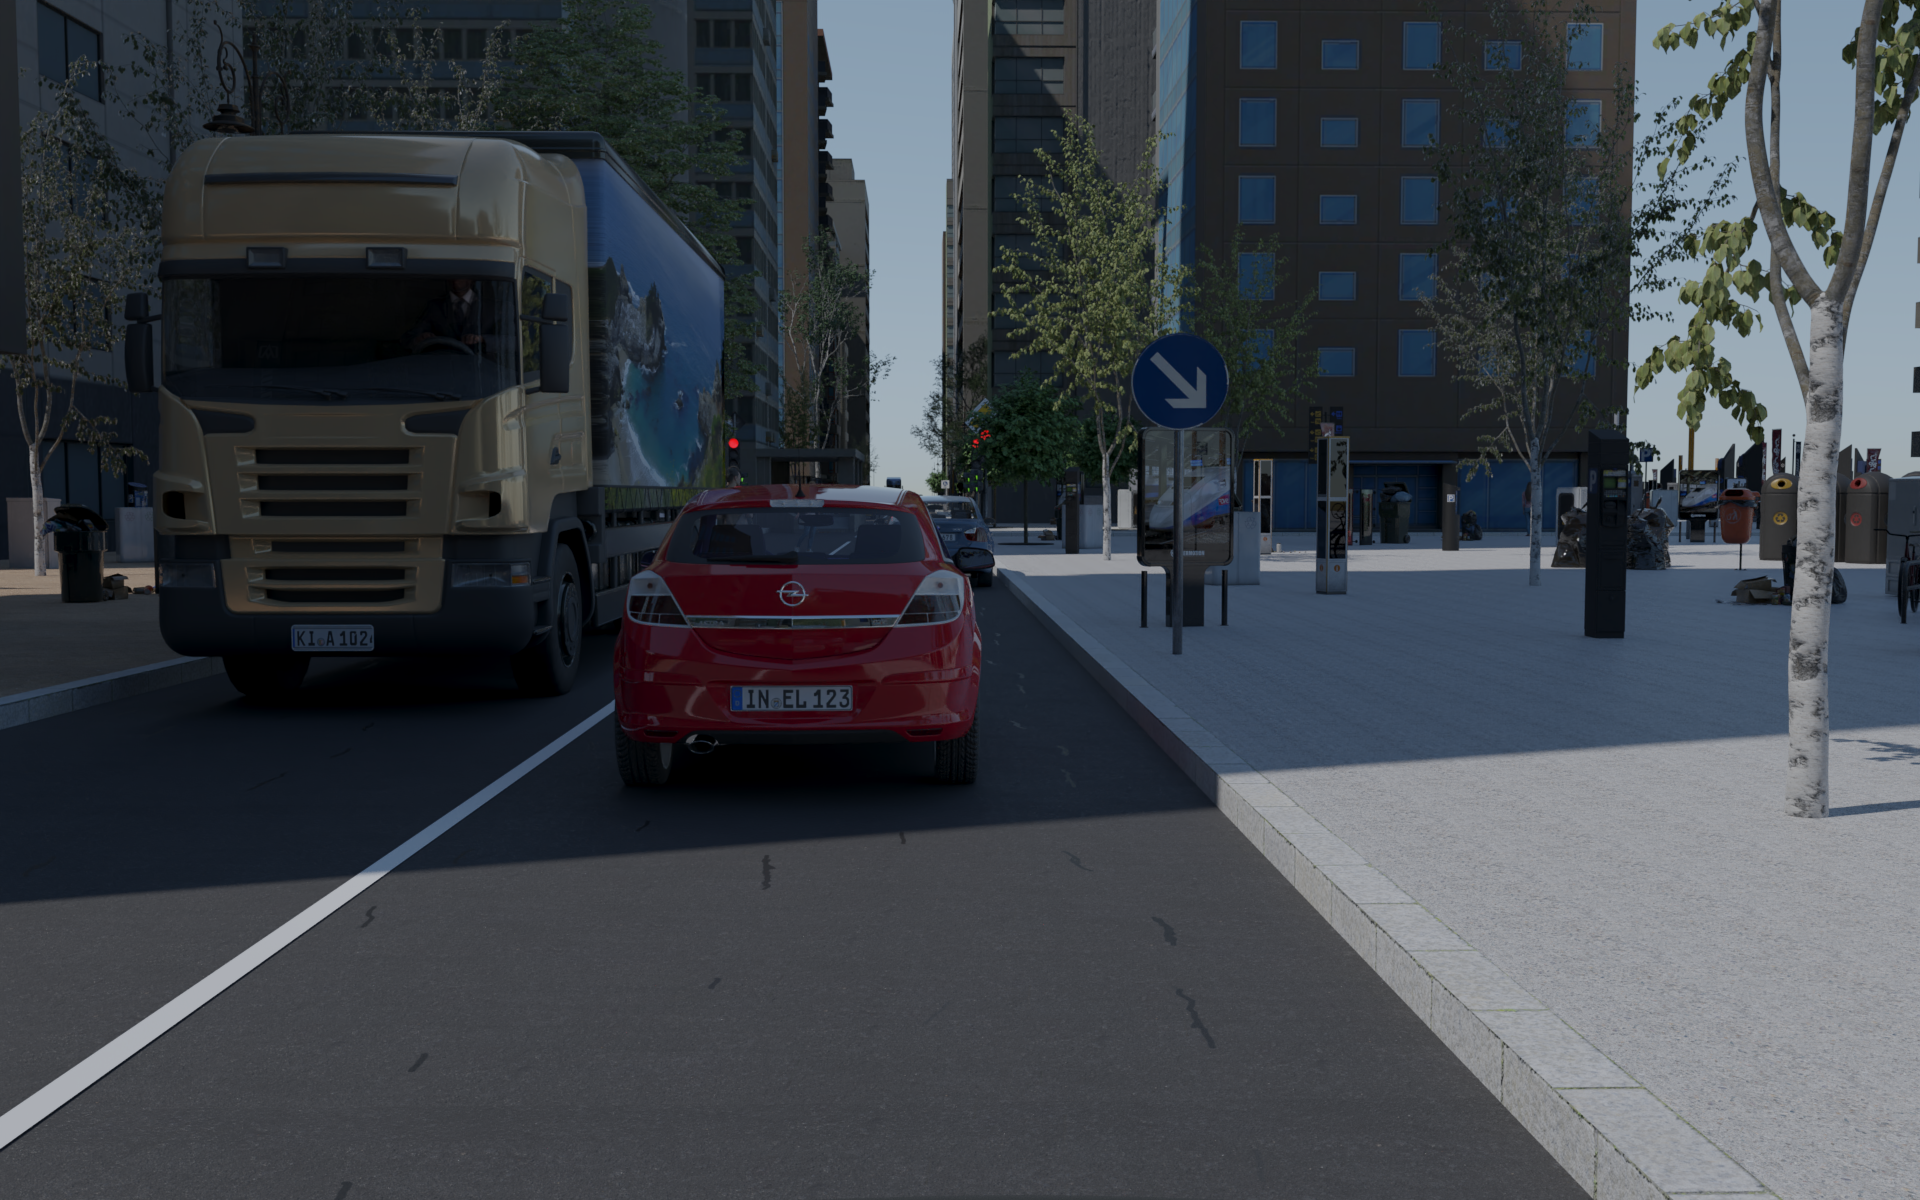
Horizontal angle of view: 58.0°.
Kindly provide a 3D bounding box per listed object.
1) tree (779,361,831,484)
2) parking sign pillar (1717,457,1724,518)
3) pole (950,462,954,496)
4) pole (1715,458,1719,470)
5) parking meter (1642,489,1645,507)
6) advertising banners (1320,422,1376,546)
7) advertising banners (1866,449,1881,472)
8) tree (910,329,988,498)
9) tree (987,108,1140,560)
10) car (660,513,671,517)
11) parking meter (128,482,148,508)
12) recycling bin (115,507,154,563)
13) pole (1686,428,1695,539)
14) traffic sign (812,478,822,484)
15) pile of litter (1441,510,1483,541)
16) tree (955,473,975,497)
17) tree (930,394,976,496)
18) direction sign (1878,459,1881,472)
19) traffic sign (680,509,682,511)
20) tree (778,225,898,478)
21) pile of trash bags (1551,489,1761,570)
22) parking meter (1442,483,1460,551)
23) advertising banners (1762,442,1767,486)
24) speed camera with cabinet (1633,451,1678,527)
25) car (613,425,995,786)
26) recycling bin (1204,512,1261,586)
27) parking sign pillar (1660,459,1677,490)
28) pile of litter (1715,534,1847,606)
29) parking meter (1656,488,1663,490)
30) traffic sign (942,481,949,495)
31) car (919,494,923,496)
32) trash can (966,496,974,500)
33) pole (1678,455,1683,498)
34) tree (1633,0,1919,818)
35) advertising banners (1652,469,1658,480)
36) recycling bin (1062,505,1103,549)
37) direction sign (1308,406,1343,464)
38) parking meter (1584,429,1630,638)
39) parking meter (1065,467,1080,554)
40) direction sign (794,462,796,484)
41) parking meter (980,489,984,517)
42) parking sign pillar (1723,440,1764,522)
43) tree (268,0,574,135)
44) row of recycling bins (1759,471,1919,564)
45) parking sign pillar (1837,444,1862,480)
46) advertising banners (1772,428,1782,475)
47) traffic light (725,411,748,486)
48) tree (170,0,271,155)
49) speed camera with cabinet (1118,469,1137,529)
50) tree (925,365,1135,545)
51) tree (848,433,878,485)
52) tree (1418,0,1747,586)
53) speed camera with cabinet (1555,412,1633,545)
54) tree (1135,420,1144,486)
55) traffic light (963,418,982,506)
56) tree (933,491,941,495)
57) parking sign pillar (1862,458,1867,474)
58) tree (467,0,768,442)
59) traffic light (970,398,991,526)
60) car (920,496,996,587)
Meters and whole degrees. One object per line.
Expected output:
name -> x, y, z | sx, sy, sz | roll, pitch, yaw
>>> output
tree -> -9.207, -8.944, 96.595 | 4.737, 8.622, 4.395 | 0, 3, 0
parking sign pillar -> 40.631, -6.328, 91.937 | 1.447, 3.967, 1.447 | -3, 5, -43
pole -> -0.506, -7.201, 111.575 | 0.158, 3.312, 0.155 | 0, 3, 0
pole -> 43.029, -6.402, 98.516 | 0.158, 3.312, 0.155 | 0, 3, 0
parking meter -> 33.912, -4.762, 86.271 | 0.372, 1.533, 0.369 | 0, 3, 0
advertising banners -> 9.600, -2.858, 42.917 | 2.074, 3.025, 0.090 | -3, 4, -37
advertising banners -> 34.009, -4.274, 66.069 | 2.074, 3.025, 0.090 | 0, 4, 8
tree -> 0.783, -9.974, 97.482 | 7.601, 10.594, 8.767 | -1, 4, -10
tree -> 2.742, -5.056, 33.034 | 4.737, 8.622, 4.395 | 0, 3, 0
car -> -11.212, -2.564, 54.282 | 4.827, 1.381, 2.083 | 0, 4, -1
parking meter -> -17.207, -1.705, 36.280 | 0.372, 1.533, 0.369 | 0, 3, 0
recycling bin -> -15.486, -1.229, 32.655 | 0.722, 1.027, 0.722 | -2, 4, -32
pole -> 20.714, -3.380, 49.104 | 0.158, 3.312, 0.155 | 0, 3, 0
traffic sign -> -8.827, -6.409, 106.916 | 0.606, 2.300, 0.079 | 0, 4, 3
pile of litter -> 13.809, -2.074, 47.876 | 1.719, 0.858, 1.176 | -3, 5, -40
tree -> 0.116, -8.651, 136.044 | 1.663, 3.219, 1.824 | 0, 3, 0
tree -> -0.180, -10.672, 124.846 | 4.360, 8.622, 3.978 | 0, 3, 0
direction sign -> 58.642, -7.294, 111.251 | 0.876, 3.537, 0.379 | 2, 4, 35
traffic sign -> -7.392, -2.805, 45.961 | 0.768, 2.556, 0.104 | 0, 4, 2
tree -> -10.956, -16.433, 124.575 | 12.611, 20.169, 13.585 | 0, 3, 0
pile of trash bags -> 11.950, -1.233, 29.912 | 3.447, 1.369, 1.912 | 3, 5, 42
parking meter -> 11.091, -1.878, 39.108 | 0.372, 1.533, 0.369 | 0, 3, 0
advertising banners -> 27.546, -3.836, 58.904 | 0.090, 3.025, 2.074 | 3, 5, 40
speed camera with cabinet -> 27.328, -4.542, 68.596 | 2.038, 3.252, 0.660 | 1, 4, 15
car -> -0.844, -0.060, 10.022 | 2.155, 1.783, 4.494 | 0, 4, -2
recycling bin -> 3.814, -0.740, 24.652 | 0.722, 1.027, 0.722 | -1, 4, -14
parking sign pillar -> 54.278, -8.826, 132.771 | 1.447, 3.967, 1.447 | -1, 4, -22
pile of litter -> 9.682, -0.395, 20.419 | 1.719, 0.858, 1.176 | 0, 4, -8
parking meter -> 29.327, -3.940, 72.836 | 0.372, 1.533, 0.369 | 0, 3, 0
traffic sign -> -1.086, -7.764, 129.070 | 0.606, 2.300, 0.079 | 0, 4, 8
car -> -2.893, -5.939, 107.324 | 2.015, 1.641, 3.980 | 0, 4, -3
trash can -> 0.762, -6.472, 117.468 | 0.748, 1.137, 0.748 | 0, 3, 0
pole -> 37.694, -5.922, 90.675 | 0.158, 3.312, 0.155 | 0, 3, 0
tree -> 3.609, -3.448, 6.741 | 4.737, 8.622, 4.395 | 0, 3, 0
advertising banners -> 49.023, -7.621, 120.792 | 2.074, 3.025, 0.090 | -1, 4, -21
recycling bin -> 2.887, -1.730, 40.843 | 0.722, 1.027, 0.722 | 3, 5, 40
direction sign -> 9.459, -3.232, 44.847 | 0.876, 3.537, 0.379 | 0, 4, 3
parking meter -> 5.776, -0.597, 15.469 | 0.255, 1.863, 0.399 | 0, 4, 1
parking meter -> 2.410, -1.920, 37.099 | 0.255, 1.863, 0.399 | 1, 4, 12
direction sign -> -8.396, -5.889, 88.281 | 0.379, 3.537, 0.876 | -1, 4, -11
parking meter -> 1.262, -5.048, 90.946 | 0.372, 1.533, 0.369 | 0, 3, 0
parking sign pillar -> 36.508, -5.599, 80.021 | 1.447, 3.967, 1.447 | -2, 4, -28
tree -> -7.533, -4.695, 27.129 | 4.360, 8.622, 3.978 | 0, 3, 0
row of recycling bins -> 16.602, -1.545, 32.372 | 1.069, 1.692, 3.534 | -2, 4, -29
parking sign pillar -> 47.794, -6.464, 94.159 | 1.447, 3.967, 1.447 | -3, 5, -42
advertising banners -> 21.866, -3.024, 45.627 | 0.090, 3.025, 2.074 | 0, 4, -1
traffic light -> -7.577, -4.248, 58.383 | 0.839, 4.253, 0.868 | 0, 4, -1
tree -> -8.372, -4.319, 20.982 | 4.360, 8.622, 3.978 | 0, 3, 0
speed camera with cabinet -> 6.511, -4.330, 65.129 | 0.660, 3.252, 2.038 | 1, 4, 23
tree -> 1.758, -3.677, 43.841 | 4.285, 4.588, 4.351 | 0, 3, 0
tree -> -11.839, -15.811, 208.866 | 4.360, 8.622, 3.978 | 0, 3, 0
tree -> 8.105, -4.491, 23.796 | 4.360, 8.622, 3.978 | 0, 3, 0
speed camera with cabinet -> 15.199, -2.899, 41.730 | 0.660, 3.252, 2.038 | -1, 4, -15
tree -> 5.300, -4.743, 61.259 | 4.285, 4.588, 4.351 | 0, 3, 0
traffic light -> 0.531, -4.261, 58.595 | 0.839, 4.253, 0.868 | 0, 4, -1
tree -> -3.280, -15.088, 241.293 | 1.663, 3.219, 1.824 | 0, 3, 0
parking sign pillar -> 52.862, -6.915, 101.539 | 1.447, 3.967, 1.447 | -3, 5, -42
tree -> -8.413, -7.441, 39.782 | 7.486, 12.596, 7.792 | 0, 3, 0
traffic light -> 0.725, -3.773, 50.612 | 0.839, 4.253, 0.868 | 0, 4, -1
car -> -0.399, -0.980, 28.028 | 2.014, 1.417, 4.499 | 0, 4, -2
